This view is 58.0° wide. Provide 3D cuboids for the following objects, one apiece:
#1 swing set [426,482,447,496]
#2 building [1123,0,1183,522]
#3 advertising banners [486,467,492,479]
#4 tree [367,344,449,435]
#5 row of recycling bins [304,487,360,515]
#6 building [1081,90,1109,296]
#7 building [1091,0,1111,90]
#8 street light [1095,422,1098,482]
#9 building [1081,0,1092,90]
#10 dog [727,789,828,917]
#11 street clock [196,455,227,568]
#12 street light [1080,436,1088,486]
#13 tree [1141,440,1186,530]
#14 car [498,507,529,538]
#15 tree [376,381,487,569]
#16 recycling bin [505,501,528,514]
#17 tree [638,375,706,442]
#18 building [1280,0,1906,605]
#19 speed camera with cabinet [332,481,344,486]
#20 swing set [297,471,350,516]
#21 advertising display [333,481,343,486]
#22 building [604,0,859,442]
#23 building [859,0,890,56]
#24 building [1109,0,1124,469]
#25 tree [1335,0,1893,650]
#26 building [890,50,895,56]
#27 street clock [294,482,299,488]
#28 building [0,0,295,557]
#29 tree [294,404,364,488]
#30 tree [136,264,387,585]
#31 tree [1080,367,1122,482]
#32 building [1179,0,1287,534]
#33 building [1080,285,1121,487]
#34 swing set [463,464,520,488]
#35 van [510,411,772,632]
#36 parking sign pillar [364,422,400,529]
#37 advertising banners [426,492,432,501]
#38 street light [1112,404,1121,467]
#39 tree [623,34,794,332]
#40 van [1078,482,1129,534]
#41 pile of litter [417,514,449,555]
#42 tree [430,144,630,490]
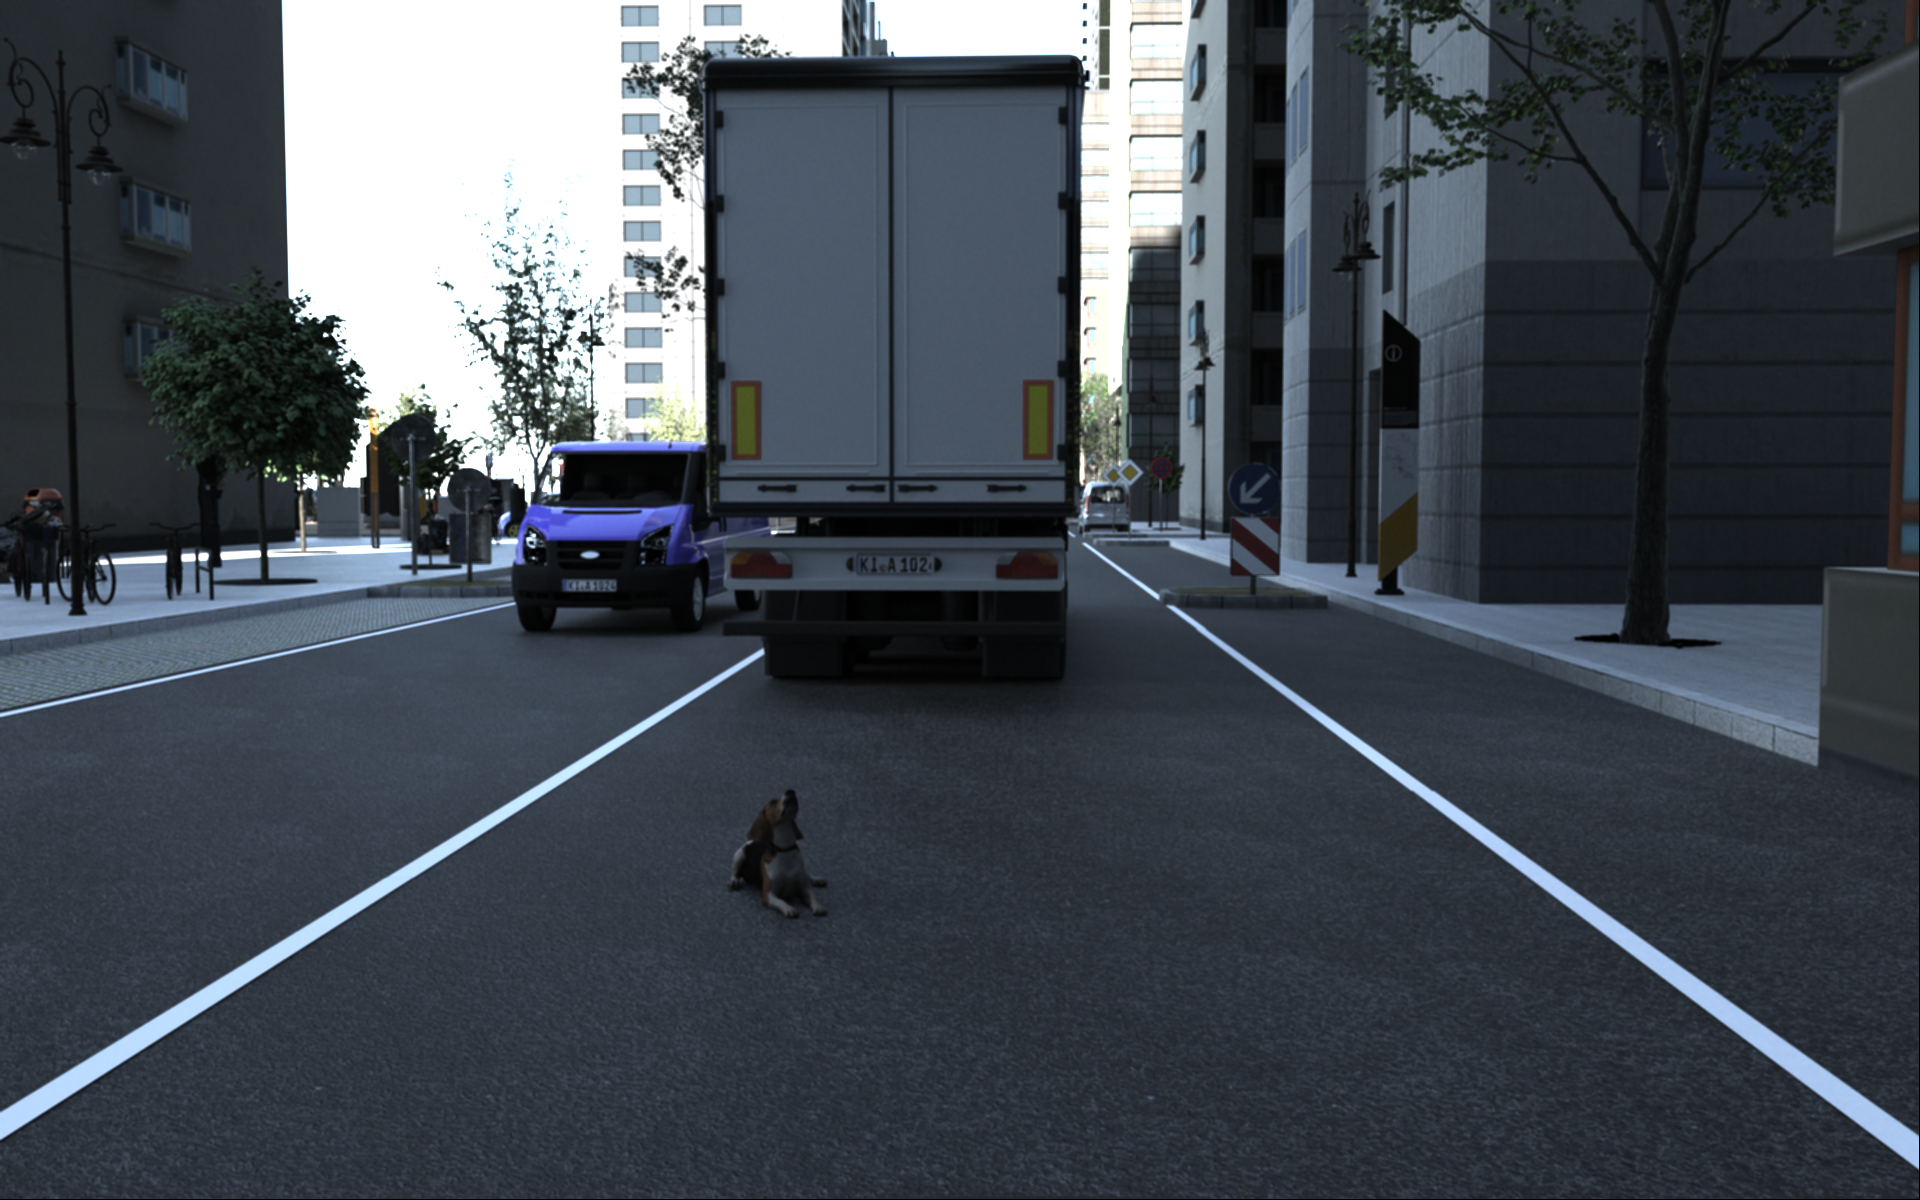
[{"bbox_3d":[-34.394,-7.294,116.881,2.862,2.851,3.119,1,4,16],"label":"swing set"},{"bbox_3d":[14.981,-24.575,85.402,14.154,41.232,14.086,0,4,2],"label":"building"},{"bbox_3d":[-28.807,-6.850,108.181,2.074,3.025,0.090,2,4,27],"label":"advertising banners"},{"bbox_3d":[-27.026,-8.182,84.131,4.737,8.622,4.395,0,3,0],"label":"tree"},{"bbox_3d":[-37.954,-5.982,104.917,3.534,1.692,1.069,-2,4,-30],"label":"row of recycling bins"},{"bbox_3d":[19.117,-30.268,178.477,14.154,41.232,14.086,0,4,2],"label":"building"},{"bbox_3d":[23.167,-46.270,194.764,20.563,71.187,20.611,0,4,2],"label":"building"},{"bbox_3d":[8.685,-8.411,110.312,0.468,5.910,1.993,0,4,2],"label":"street light"},{"bbox_3d":[25.379,-57.447,251.933,22.319,86.520,31.000,0,4,2],"label":"building"},{"bbox_3d":[-0.600,0.854,6.237,0.550,0.427,0.748,1,4,22],"label":"dog"},{"bbox_3d":[-13.033,-1.569,30.230,0.471,2.002,0.358,-1,4,-9],"label":"street clock"},{"bbox_3d":[9.520,-9.711,131.556,0.468,5.910,1.993,0,4,2],"label":"street light"},{"bbox_3d":[7.327,-4.149,62.442,1.663,3.219,1.824,0,3,0],"label":"tree"},{"bbox_3d":[-12.231,-2.646,52.854,3.694,1.707,1.945,0,4,3],"label":"car"},{"bbox_3d":[-9.290,-2.159,29.907,1.663,3.219,1.824,0,3,0],"label":"tree"},{"bbox_3d":[-15.806,-3.011,61.779,0.722,1.027,0.722,0,4,-5],"label":"recycling bin"},{"bbox_3d":[-17.943,-9.658,108.273,4.737,8.622,4.395,0,3,0],"label":"tree"},{"bbox_3d":[16.985,-29.971,32.033,21.231,58.520,28.212,0,4,2],"label":"building"},{"bbox_3d":[-41.835,-7.575,118.192,2.038,3.252,0.660,1,4,11],"label":"speed camera with cabinet"},{"bbox_3d":[-24.580,-4.142,65.347,3.119,2.851,2.862,1,4,13],"label":"swing set"},{"bbox_3d":[-30.083,-4.804,83.759,0.123,1.923,0.974,0,4,2],"label":"advertising display"},{"bbox_3d":[-16.632,-43.049,142.108,20.563,71.187,20.611,0,4,2],"label":"building"},{"bbox_3d":[-17.452,-33.560,168.309,23.786,49.044,30.456,0,4,2],"label":"building"},{"bbox_3d":[24.267,-32.274,116.918,28.713,52.752,27.495,0,4,2],"label":"building"},{"bbox_3d":[6.015,-5.423,14.427,9.928,11.665,9.643,0,3,0],"label":"tree"},{"bbox_3d":[-15.491,-34.896,194.254,21.300,48.544,21.600,0,4,2],"label":"building"},{"bbox_3d":[-39.299,-5.976,102.279,0.358,2.002,0.471,3,4,38],"label":"street clock"},{"bbox_3d":[-28.888,-25.173,35.276,21.600,48.544,21.300,0,4,2],"label":"building"},{"bbox_3d":[-27.909,-7.367,70.815,4.737,8.622,4.395,0,3,0],"label":"tree"},{"bbox_3d":[-10.069,-2.522,24.953,4.285,4.588,4.351,0,3,0],"label":"tree"},{"bbox_3d":[8.308,-9.120,99.480,4.360,8.622,3.978,0,3,0],"label":"tree"},{"bbox_3d":[19.371,-26.996,65.080,21.600,48.544,21.300,0,4,2],"label":"building"},{"bbox_3d":[24.605,-19.107,157.439,27.650,21.520,28.899,0,4,2],"label":"building"},{"bbox_3d":[-24.688,-5.755,91.716,3.119,2.851,2.862,-1,4,-9],"label":"swing set"},{"bbox_3d":[-3.524,-0.945,19.830,2.240,2.365,5.245,0,4,4],"label":"van"},{"bbox_3d":[-21.550,-4.666,64.760,1.447,3.967,1.447,1,4,17],"label":"parking sign pillar"},{"bbox_3d":[-27.690,-5.713,89.594,0.090,3.025,2.074,0,4,1],"label":"advertising banners"},{"bbox_3d":[8.051,-7.088,88.669,0.468,5.910,1.993,0,4,2],"label":"street light"},{"bbox_3d":[-7.391,-13.081,69.770,12.611,20.169,13.585,0,3,0],"label":"tree"},{"bbox_3d":[5.097,-3.324,61.358,2.013,2.044,4.112,0,4,1],"label":"van"},{"bbox_3d":[-10.922,-1.408,36.987,1.176,0.858,1.719,3,5,39],"label":"pile of litter"},{"bbox_3d":[-8.994,-5.277,36.643,4.360,8.622,3.978,0,3,0],"label":"tree"}]
